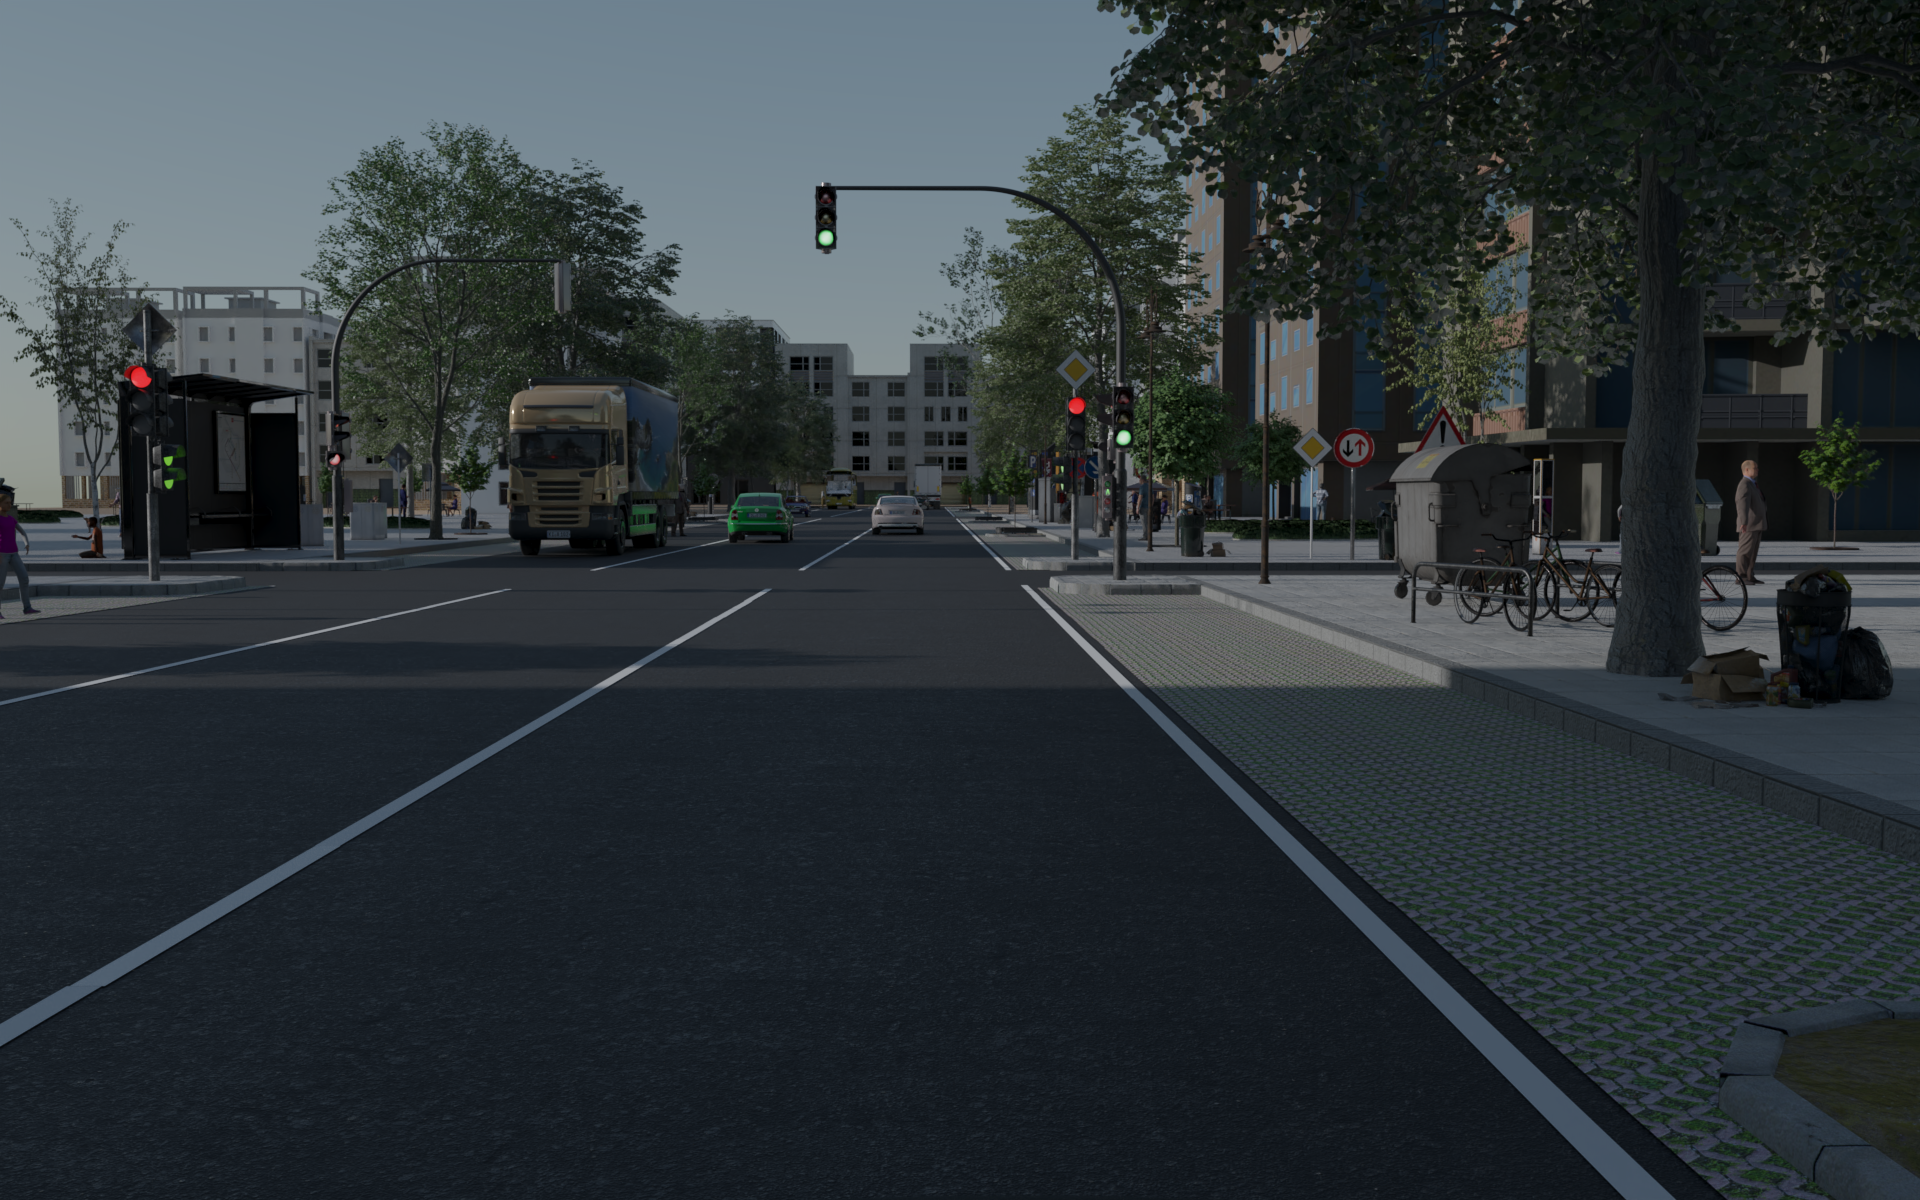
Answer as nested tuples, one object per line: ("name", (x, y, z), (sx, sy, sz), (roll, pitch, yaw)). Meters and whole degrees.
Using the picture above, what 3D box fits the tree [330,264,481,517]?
("tree", (-27.189, -10.233, 85.444), (7.486, 12.596, 7.792), (0, 3, 0))

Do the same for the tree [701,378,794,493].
("tree", (-16.664, -12.423, 137.535), (7.601, 10.594, 8.767), (2, 4, 24))

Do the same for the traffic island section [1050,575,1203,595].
("traffic island section", (2.400, -0.220, 25.873), (2.009, 0.180, 2.903), (0, 4, -1))

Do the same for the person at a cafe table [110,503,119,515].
("person at a cafe table", (-50.766, -5.932, 105.504), (1.622, 1.524, 1.698), (-2, 4, -32))

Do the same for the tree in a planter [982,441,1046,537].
("tree in a planter", (1.865, -3.743, 58.428), (1.991, 3.239, 1.994), (0, 4, -1))

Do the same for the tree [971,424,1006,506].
("tree", (3.168, -13.692, 174.222), (4.737, 8.622, 4.395), (0, 3, 0))

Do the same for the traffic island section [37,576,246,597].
("traffic island section", (-11.940, -0.206, 25.643), (2.009, 0.180, 2.903), (0, 4, -1))

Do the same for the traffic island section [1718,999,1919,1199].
("traffic island section", (2.755, 1.176, 3.638), (1.991, 0.108, 1.994), (0, 4, -1))

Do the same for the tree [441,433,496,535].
("tree", (-15.368, -3.675, 54.684), (1.663, 3.219, 1.824), (0, 3, 0))

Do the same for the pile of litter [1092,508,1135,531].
("pile of litter", (5.367, -2.855, 60.646), (1.719, 0.858, 1.176), (-1, 4, -15))

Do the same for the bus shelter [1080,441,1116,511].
("bus shelter", (6.215, -5.353, 78.806), (1.731, 3.624, 6.357), (0, 4, -1))

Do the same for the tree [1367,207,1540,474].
("tree", (12.339, -5.617, 42.205), (4.737, 8.622, 4.395), (0, 3, 0))

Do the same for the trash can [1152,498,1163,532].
("trash can", (6.513, -2.877, 58.700), (0.748, 1.137, 0.748), (0, 3, 0))

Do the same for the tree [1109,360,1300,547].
("tree", (5.383, -3.575, 42.158), (4.285, 4.588, 4.351), (0, 3, 0))

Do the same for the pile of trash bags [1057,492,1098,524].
("pile of trash bags", (5.416, -3.878, 73.156), (1.912, 1.369, 3.447), (-1, 4, -14))

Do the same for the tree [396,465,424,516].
("tree", (-32.449, -6.633, 103.055), (1.663, 3.219, 1.824), (0, 3, 0))

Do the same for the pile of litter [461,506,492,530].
("pile of litter", (-17.664, -3.028, 63.475), (1.176, 0.858, 1.719), (1, 4, 18))

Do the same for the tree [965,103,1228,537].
("tree", (3.932, -8.147, 51.325), (7.486, 12.596, 7.792), (0, 3, 0))

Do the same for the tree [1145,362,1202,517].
("tree", (11.829, -8.867, 95.339), (4.737, 8.622, 4.395), (0, 3, 0))

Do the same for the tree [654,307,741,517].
("tree", (-15.685, -10.423, 96.176), (9.928, 11.665, 9.643), (0, 3, 0))

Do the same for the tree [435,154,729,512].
("tree", (-15.114, -9.734, 65.810), (9.857, 13.997, 8.962), (0, 3, 0))

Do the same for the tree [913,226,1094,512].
("tree", (3.022, -16.317, 122.675), (12.611, 20.169, 13.585), (0, 3, 0))

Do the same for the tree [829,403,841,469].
("tree", (-17.441, -17.078, 185.878), (9.857, 13.997, 8.962), (0, 3, 0))

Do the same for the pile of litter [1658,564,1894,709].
("pile of litter", (5.123, 0.187, 10.916), (1.719, 0.858, 1.176), (-1, 4, -15))

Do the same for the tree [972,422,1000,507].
("tree", (3.000, -13.209, 166.322), (4.360, 8.622, 3.978), (0, 3, 0))

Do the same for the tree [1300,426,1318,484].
("tree", (11.818, -4.999, 65.448), (4.285, 4.588, 4.351), (0, 3, 0))

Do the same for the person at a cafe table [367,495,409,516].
("person at a cafe table", (-24.644, -3.843, 73.701), (1.698, 1.238, 1.726), (-3, 5, -42))

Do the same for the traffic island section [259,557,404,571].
("traffic island section", (-12.071, -0.694, 33.627), (2.009, 0.180, 2.903), (0, 4, -1))

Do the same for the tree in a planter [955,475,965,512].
("tree in a planter", (0.586, -8.484, 135.930), (1.991, 3.239, 1.994), (0, 4, -1))

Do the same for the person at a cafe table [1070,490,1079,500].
("person at a cafe table", (7.228, -5.774, 102.916), (1.698, 1.524, 1.622), (-3, 5, -39))

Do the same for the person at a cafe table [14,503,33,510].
("person at a cafe table", (-56.996, -5.723, 104.426), (1.726, 1.238, 1.698), (-1, 4, -18))

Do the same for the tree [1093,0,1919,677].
("tree", (5.105, -6.450, 12.119), (9.857, 13.997, 8.962), (0, 3, 0))

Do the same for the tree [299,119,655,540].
("tree", (-14.588, -7.496, 48.321), (9.928, 11.665, 9.643), (0, 3, 0))

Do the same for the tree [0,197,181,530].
("tree", (-21.613, -5.675, 43.148), (4.360, 8.622, 3.978), (0, 3, 0))

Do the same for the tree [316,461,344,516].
("tree", (-33.107, -5.865, 90.500), (1.663, 3.219, 1.824), (0, 3, 0))

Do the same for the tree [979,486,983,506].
("tree", (2.333, -11.312, 179.553), (1.663, 3.219, 1.824), (0, 3, 0))

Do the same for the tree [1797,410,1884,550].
("tree", (20.268, -2.761, 39.752), (1.663, 3.219, 1.824), (0, 3, 0))

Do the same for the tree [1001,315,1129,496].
("tree", (4.625, -7.207, 68.200), (4.360, 8.622, 3.978), (0, 3, 0))

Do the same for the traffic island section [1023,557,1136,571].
("traffic island section", (2.269, -0.708, 33.857), (2.009, 0.180, 2.903), (0, 4, -1))

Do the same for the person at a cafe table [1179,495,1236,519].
("person at a cafe table", (9.048, -3.229, 63.649), (1.698, 1.238, 1.726), (1, 4, 21))

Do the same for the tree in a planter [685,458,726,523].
("tree in a planter", (-12.592, -5.376, 85.125), (1.991, 3.239, 1.994), (0, 4, -1))

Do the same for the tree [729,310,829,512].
("tree", (-15.982, -13.115, 121.083), (9.857, 13.997, 8.962), (0, 3, 0))

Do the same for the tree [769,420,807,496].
("tree", (-17.160, -13.409, 169.593), (4.737, 8.622, 4.395), (0, 3, 0))

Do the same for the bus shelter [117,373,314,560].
("bus shelter", (-15.593, -2.779, 36.712), (1.731, 3.624, 6.357), (0, 4, -1))

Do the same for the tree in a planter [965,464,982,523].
("tree in a planter", (1.401, -5.449, 86.310), (1.991, 3.239, 1.994), (0, 4, -1))
